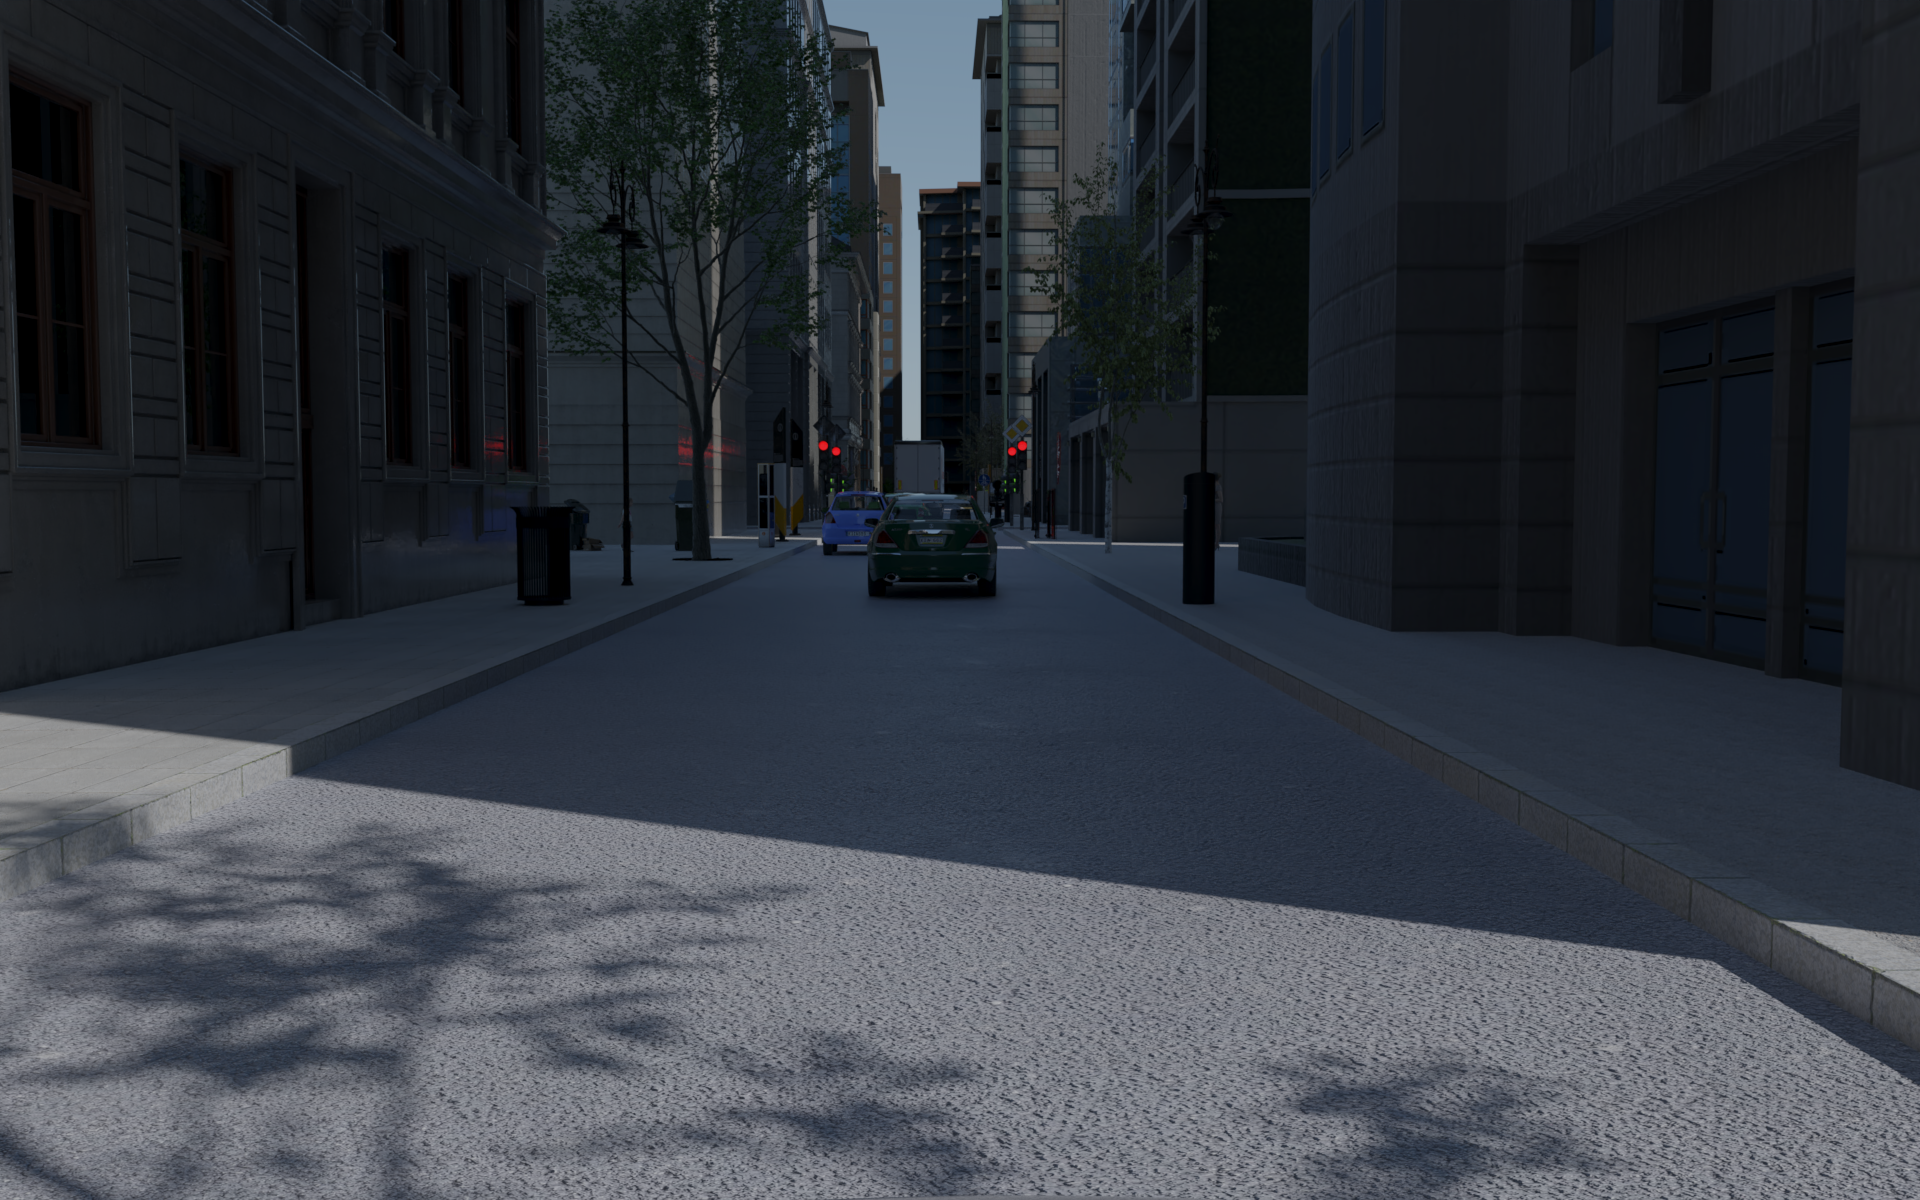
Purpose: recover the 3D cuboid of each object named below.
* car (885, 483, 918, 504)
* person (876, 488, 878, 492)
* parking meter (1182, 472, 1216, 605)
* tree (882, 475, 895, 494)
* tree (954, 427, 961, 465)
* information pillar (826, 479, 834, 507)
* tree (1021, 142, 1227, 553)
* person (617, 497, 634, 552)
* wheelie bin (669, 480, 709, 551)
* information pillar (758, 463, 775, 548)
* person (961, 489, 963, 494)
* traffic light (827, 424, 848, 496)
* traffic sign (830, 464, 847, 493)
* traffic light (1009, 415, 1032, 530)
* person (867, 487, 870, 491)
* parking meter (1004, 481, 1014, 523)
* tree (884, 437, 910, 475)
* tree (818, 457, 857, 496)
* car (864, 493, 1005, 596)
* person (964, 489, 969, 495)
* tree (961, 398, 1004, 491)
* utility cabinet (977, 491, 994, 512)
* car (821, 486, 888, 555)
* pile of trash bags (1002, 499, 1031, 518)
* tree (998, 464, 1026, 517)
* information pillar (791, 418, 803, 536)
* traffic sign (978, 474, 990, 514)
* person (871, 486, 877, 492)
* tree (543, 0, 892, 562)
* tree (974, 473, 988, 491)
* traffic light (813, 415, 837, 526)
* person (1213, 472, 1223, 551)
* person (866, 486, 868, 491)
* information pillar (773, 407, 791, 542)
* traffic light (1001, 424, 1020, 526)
[{"bbox_3d":[-1.899,-3.078,59.120,1.959,1.807,4.718,0,4,1],"label":"car"},{"bbox_3d":[-6.504,-7.864,134.959,0.623,1.781,0.721,-3,5,-45],"label":"person"},{"bbox_3d":[2.790,-0.722,20.214,0.372,1.533,0.369,0,3,0],"label":"parking meter"},{"bbox_3d":[-7.202,-11.164,177.138,1.663,3.219,1.824,0,3,0],"label":"tree"},{"bbox_3d":[1.813,-12.199,149.813,4.360,8.622,3.978,0,3,0],"label":"tree"},{"bbox_3d":[-5.173,-3.908,68.395,0.304,2.012,0.304,3,5,42],"label":"information pillar"},{"bbox_3d":[3.447,-5.315,37.267,4.737,8.622,4.395,0,3,0],"label":"tree"},{"bbox_3d":[-7.392,-1.660,38.193,0.382,1.210,0.505,-1,4,-18],"label":"person"},{"bbox_3d":[-6.104,-1.913,39.187,0.980,1.594,0.693,0,4,7],"label":"wheelie bin"},{"bbox_3d":[-4.641,-2.264,41.511,0.304,2.012,0.304,1,4,21],"label":"information pillar"},{"bbox_3d":[0.314,-12.081,203.584,0.705,1.822,1.348,0,4,1],"label":"person"},{"bbox_3d":[-4.907,-4.909,69.189,0.839,4.253,0.868,0,4,-1],"label":"traffic light"},{"bbox_3d":[-5.084,-4.421,72.382,0.768,2.556,0.104,0,4,7],"label":"traffic sign"},{"bbox_3d":[2.175,-4.429,61.327,0.839,4.253,0.868,0,4,-1],"label":"traffic light"},{"bbox_3d":[-5.899,-6.349,110.595,0.760,1.731,0.466,0,4,8],"label":"person"},{"bbox_3d":[2.198,-4.434,78.209,0.399,1.863,0.255,-2,4,-28],"label":"parking meter"},{"bbox_3d":[-7.486,-16.603,221.823,4.360,8.622,3.978,0,3,0],"label":"tree"},{"bbox_3d":[-5.442,-4.994,76.261,1.663,3.219,1.824,0,3,0],"label":"tree"},{"bbox_3d":[-0.388,-0.850,25.698,2.131,1.459,4.920,0,3,0],"label":"car"},{"bbox_3d":[0.768,-10.887,184.049,0.705,1.823,1.348,2,4,31],"label":"person"},{"bbox_3d":[2.989,-10.757,126.240,4.360,8.622,3.978,0,3,0],"label":"tree"},{"bbox_3d":[1.844,-7.062,124.139,1.173,1.500,0.318,-1,4,-18],"label":"utility cabinet"},{"bbox_3d":[-2.404,-1.973,41.848,1.945,1.707,3.694,0,4,-1],"label":"car"},{"bbox_3d":[3.799,-5.188,94.583,3.447,1.369,1.912,0,4,-8],"label":"pile of trash bags"},{"bbox_3d":[2.993,-6.378,98.885,1.663,3.219,1.824,0,3,0],"label":"tree"},{"bbox_3d":[-5.058,-3.808,53.611,0.183,3.616,0.504,3,5,39],"label":"information pillar"},{"bbox_3d":[1.552,-6.725,110.058,0.768,2.556,0.104,1,4,9],"label":"traffic sign"},{"bbox_3d":[-6.168,-7.164,123.159,0.794,1.824,0.713,1,4,17],"label":"person"},{"bbox_3d":[-5.025,-6.573,33.226,9.928,11.665,9.643,0,3,0],"label":"tree"},{"bbox_3d":[1.881,-9.769,154.317,1.663,3.219,1.824,0,3,0],"label":"tree"},{"bbox_3d":[-4.786,-4.421,61.205,0.839,4.253,0.868,0,4,-1],"label":"traffic light"},{"bbox_3d":[5.744,-2.013,39.292,0.374,1.781,0.599,0,4,-7],"label":"person"},{"bbox_3d":[-6.013,-6.576,113.752,0.583,1.804,0.606,3,5,44],"label":"person"},{"bbox_3d":[-4.848,-3.383,46.668,0.183,3.616,0.504,-3,5,-41],"label":"information pillar"},{"bbox_3d":[2.053,-4.917,69.311,0.839,4.253,0.868,0,4,-1],"label":"traffic light"}]
